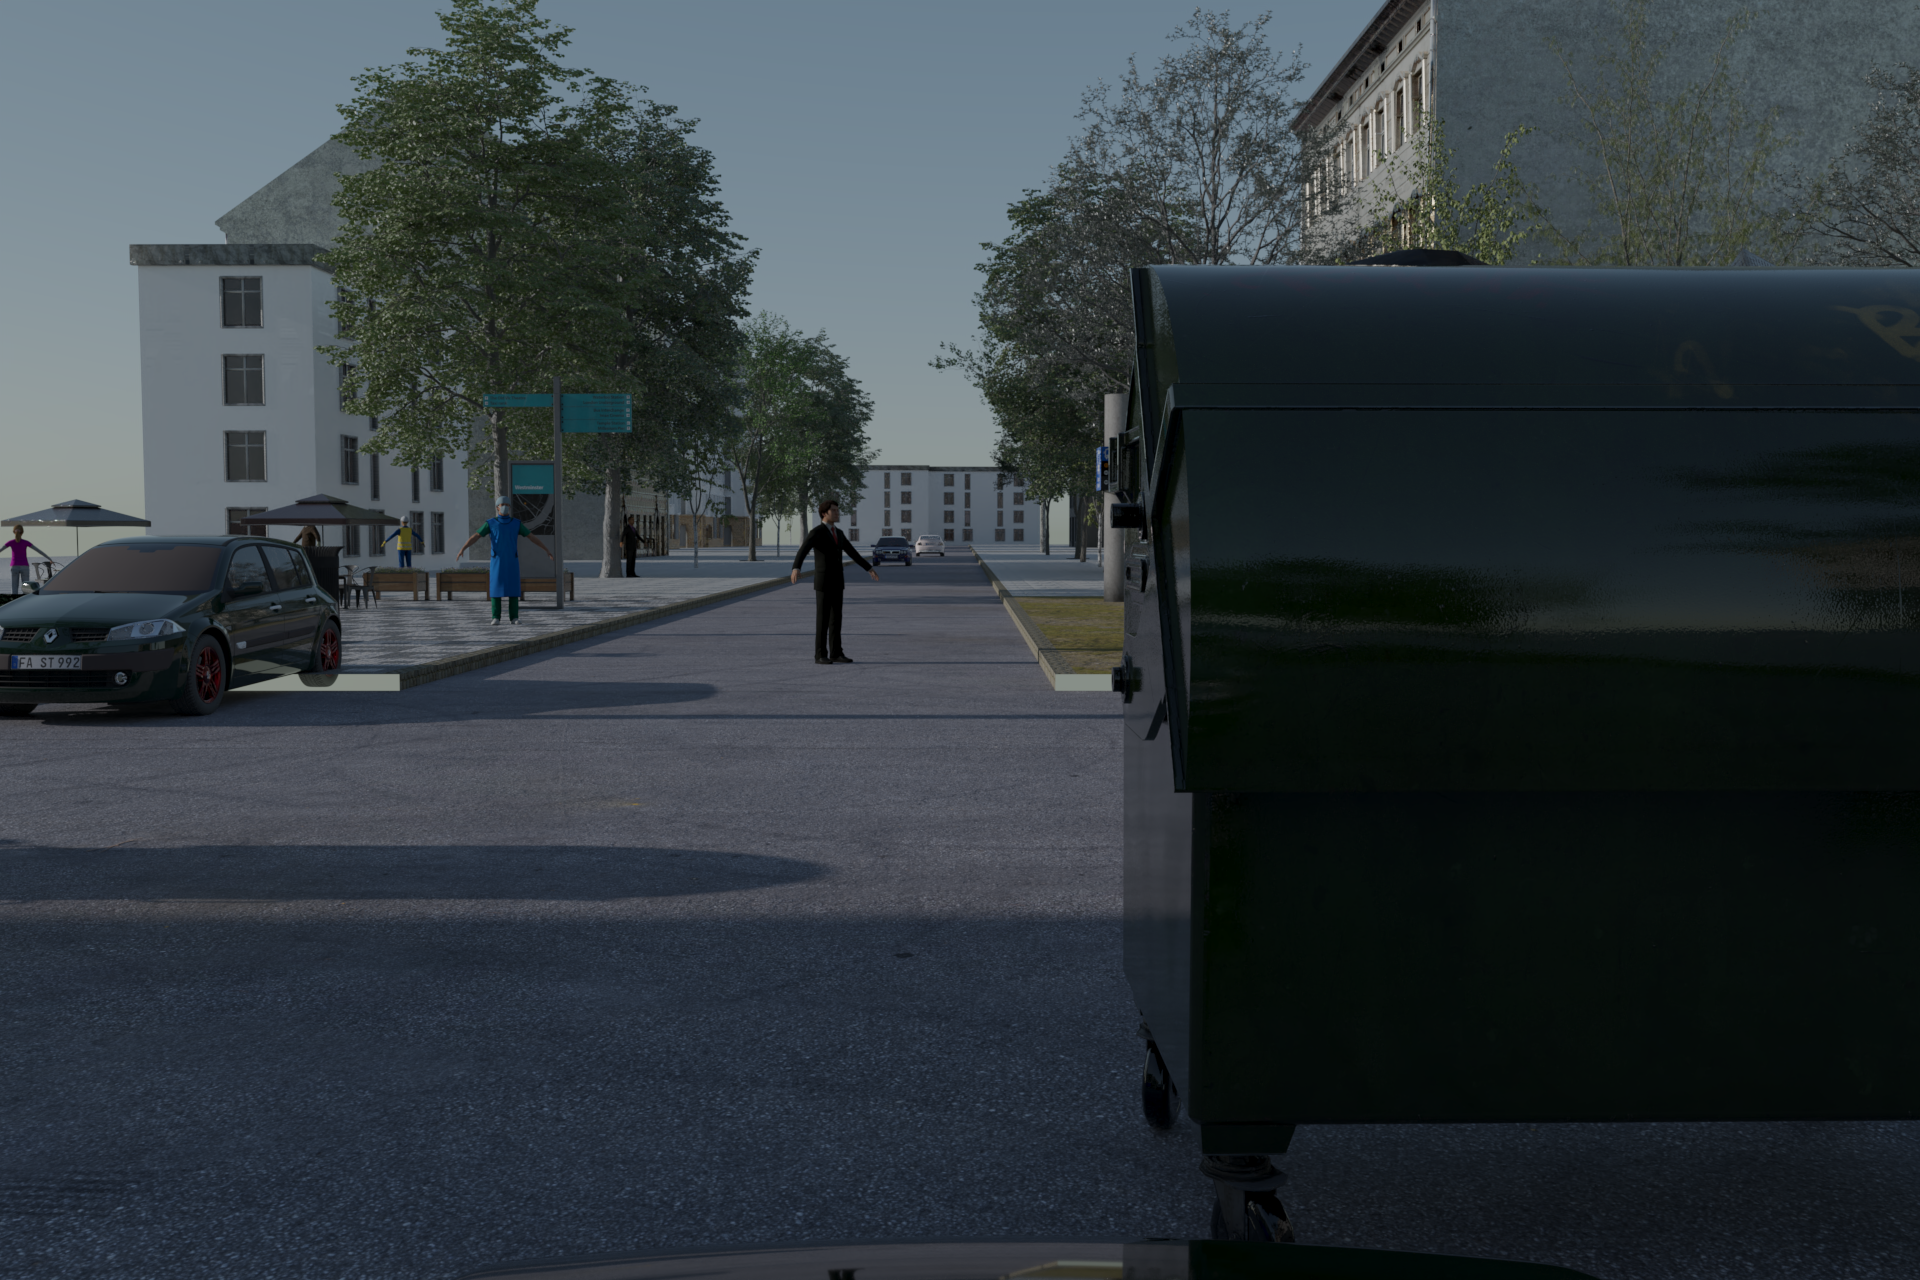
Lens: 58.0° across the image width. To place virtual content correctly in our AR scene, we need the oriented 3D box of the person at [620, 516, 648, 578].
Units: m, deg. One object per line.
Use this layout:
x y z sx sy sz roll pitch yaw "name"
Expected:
-9.648 -2.735 50.934 0.704 1.802 1.346 1 4 23 "person"

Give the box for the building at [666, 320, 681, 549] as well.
-29.458 -17.231 138.148 16.016 20.090 11.380 0 4 1 "building"

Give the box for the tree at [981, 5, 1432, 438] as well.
5.622 -7.921 39.884 12.009 13.543 11.850 0 3 0 "tree"

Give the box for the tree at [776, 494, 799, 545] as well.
-20.764 -15.861 209.685 4.737 8.622 4.395 0 3 0 "tree"

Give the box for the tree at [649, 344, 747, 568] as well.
-9.943 -7.013 65.025 4.737 8.622 4.395 0 3 0 "tree"

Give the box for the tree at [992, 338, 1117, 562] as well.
5.671 -8.801 78.309 8.767 10.594 7.601 -1 4 -14 "tree"

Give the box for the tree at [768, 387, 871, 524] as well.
-9.775 -11.991 121.806 9.928 11.665 9.643 0 3 0 "tree"

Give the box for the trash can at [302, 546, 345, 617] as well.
-7.636 -0.536 20.419 0.748 1.137 0.748 0 3 0 "trash can"

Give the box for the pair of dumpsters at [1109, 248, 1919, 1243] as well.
2.539 0.073 3.765 4.436 2.255 1.574 0 4 -1 "pair of dumpsters"

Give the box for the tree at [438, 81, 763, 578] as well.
-10.260 -8.804 50.604 9.857 13.997 8.962 0 3 0 "tree"

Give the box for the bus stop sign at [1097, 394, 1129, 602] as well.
3.043 -2.679 32.816 0.837 3.901 0.837 0 4 -1 "bus stop sign"

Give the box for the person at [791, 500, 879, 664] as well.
-1.424 -0.644 19.179 0.705 1.806 1.347 3 5 39 "person"

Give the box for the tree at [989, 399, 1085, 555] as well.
5.073 -10.415 104.692 8.767 10.594 7.601 3 5 44 "tree"

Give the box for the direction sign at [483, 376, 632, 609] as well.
-6.808 -2.523 30.007 2.525 3.948 1.411 0 4 2 "direction sign"

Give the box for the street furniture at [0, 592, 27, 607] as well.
-14.355 -0.315 20.784 5.734 0.657 10.072 0 4 3 "street furniture"

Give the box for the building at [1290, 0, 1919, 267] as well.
21.838 -13.713 55.130 19.493 23.208 18.063 0 4 0 "building"

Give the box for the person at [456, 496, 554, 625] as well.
-6.445 -1.125 24.528 1.347 1.817 0.704 -1 4 -23 "person"

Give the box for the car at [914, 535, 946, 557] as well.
-1.934 -6.078 111.739 2.083 1.381 4.827 0 4 -1 "car"

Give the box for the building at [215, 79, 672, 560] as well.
-26.455 -16.044 93.243 19.493 23.208 18.063 0 4 -1 "building"

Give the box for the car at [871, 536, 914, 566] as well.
-3.055 -4.027 78.420 1.945 1.354 3.894 0 4 0 "car"

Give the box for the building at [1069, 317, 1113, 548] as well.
25.022 -20.443 178.222 27.936 21.610 32.646 0 4 0 "building"

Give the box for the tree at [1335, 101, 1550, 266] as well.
8.420 -4.837 29.449 4.737 8.622 4.395 0 3 0 "tree"

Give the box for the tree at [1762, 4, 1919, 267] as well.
21.368 -7.577 34.256 12.009 13.543 11.850 0 3 0 "tree"

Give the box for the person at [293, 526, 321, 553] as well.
-16.802 -2.353 44.605 1.346 1.812 0.704 3 4 38 "person"

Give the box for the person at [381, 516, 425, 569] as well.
-15.149 -2.490 47.177 1.216 1.772 0.721 -3 5 -39 "person"

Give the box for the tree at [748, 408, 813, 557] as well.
-10.104 -8.938 96.491 4.737 8.622 4.395 0 3 0 "tree"

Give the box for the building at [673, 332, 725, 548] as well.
-28.800 -18.715 162.402 16.016 20.090 11.380 0 4 0 "building"

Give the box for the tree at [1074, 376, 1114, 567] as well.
5.604 -7.123 66.826 4.737 8.622 4.395 0 3 0 "tree"

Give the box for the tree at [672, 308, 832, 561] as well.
-9.860 -9.503 81.133 9.928 11.665 9.643 0 3 0 "tree"

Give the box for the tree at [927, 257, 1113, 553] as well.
4.633 -16.087 118.910 12.611 20.169 13.585 0 3 0 "tree"

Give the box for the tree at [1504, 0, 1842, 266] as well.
9.500 -4.452 23.148 4.360 8.622 3.978 0 3 0 "tree"

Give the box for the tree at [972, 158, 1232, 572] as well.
5.021 -9.219 57.380 9.857 13.997 8.962 0 3 0 "tree"

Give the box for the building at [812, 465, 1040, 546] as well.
-4.084 -16.327 211.552 28.070 9.664 9.099 0 4 -4 "building"

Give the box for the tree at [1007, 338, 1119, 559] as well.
6.043 -9.939 88.252 9.928 11.665 9.643 0 3 0 "tree"

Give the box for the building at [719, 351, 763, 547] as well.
-26.743 -19.696 178.445 16.016 20.090 11.380 0 4 0 "building"

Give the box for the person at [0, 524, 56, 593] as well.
-14.802 -1.102 27.278 0.991 1.433 0.599 -2 4 -23 "person"

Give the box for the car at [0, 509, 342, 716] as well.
-6.770 -0.313 14.899 2.009 1.686 4.222 0 4 0 "car"

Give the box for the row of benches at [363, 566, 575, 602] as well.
-9.511 -1.089 33.266 4.104 0.672 1.422 0 4 5 "row of benches"

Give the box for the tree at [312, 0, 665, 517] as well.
-9.890 -7.229 36.327 7.486 12.596 7.792 0 3 0 "tree"

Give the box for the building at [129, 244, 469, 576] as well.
-23.045 -7.473 64.326 9.099 9.664 28.070 0 4 1 "building"

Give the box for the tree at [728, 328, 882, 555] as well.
-9.675 -12.191 105.975 9.857 13.997 8.962 0 3 0 "tree"
